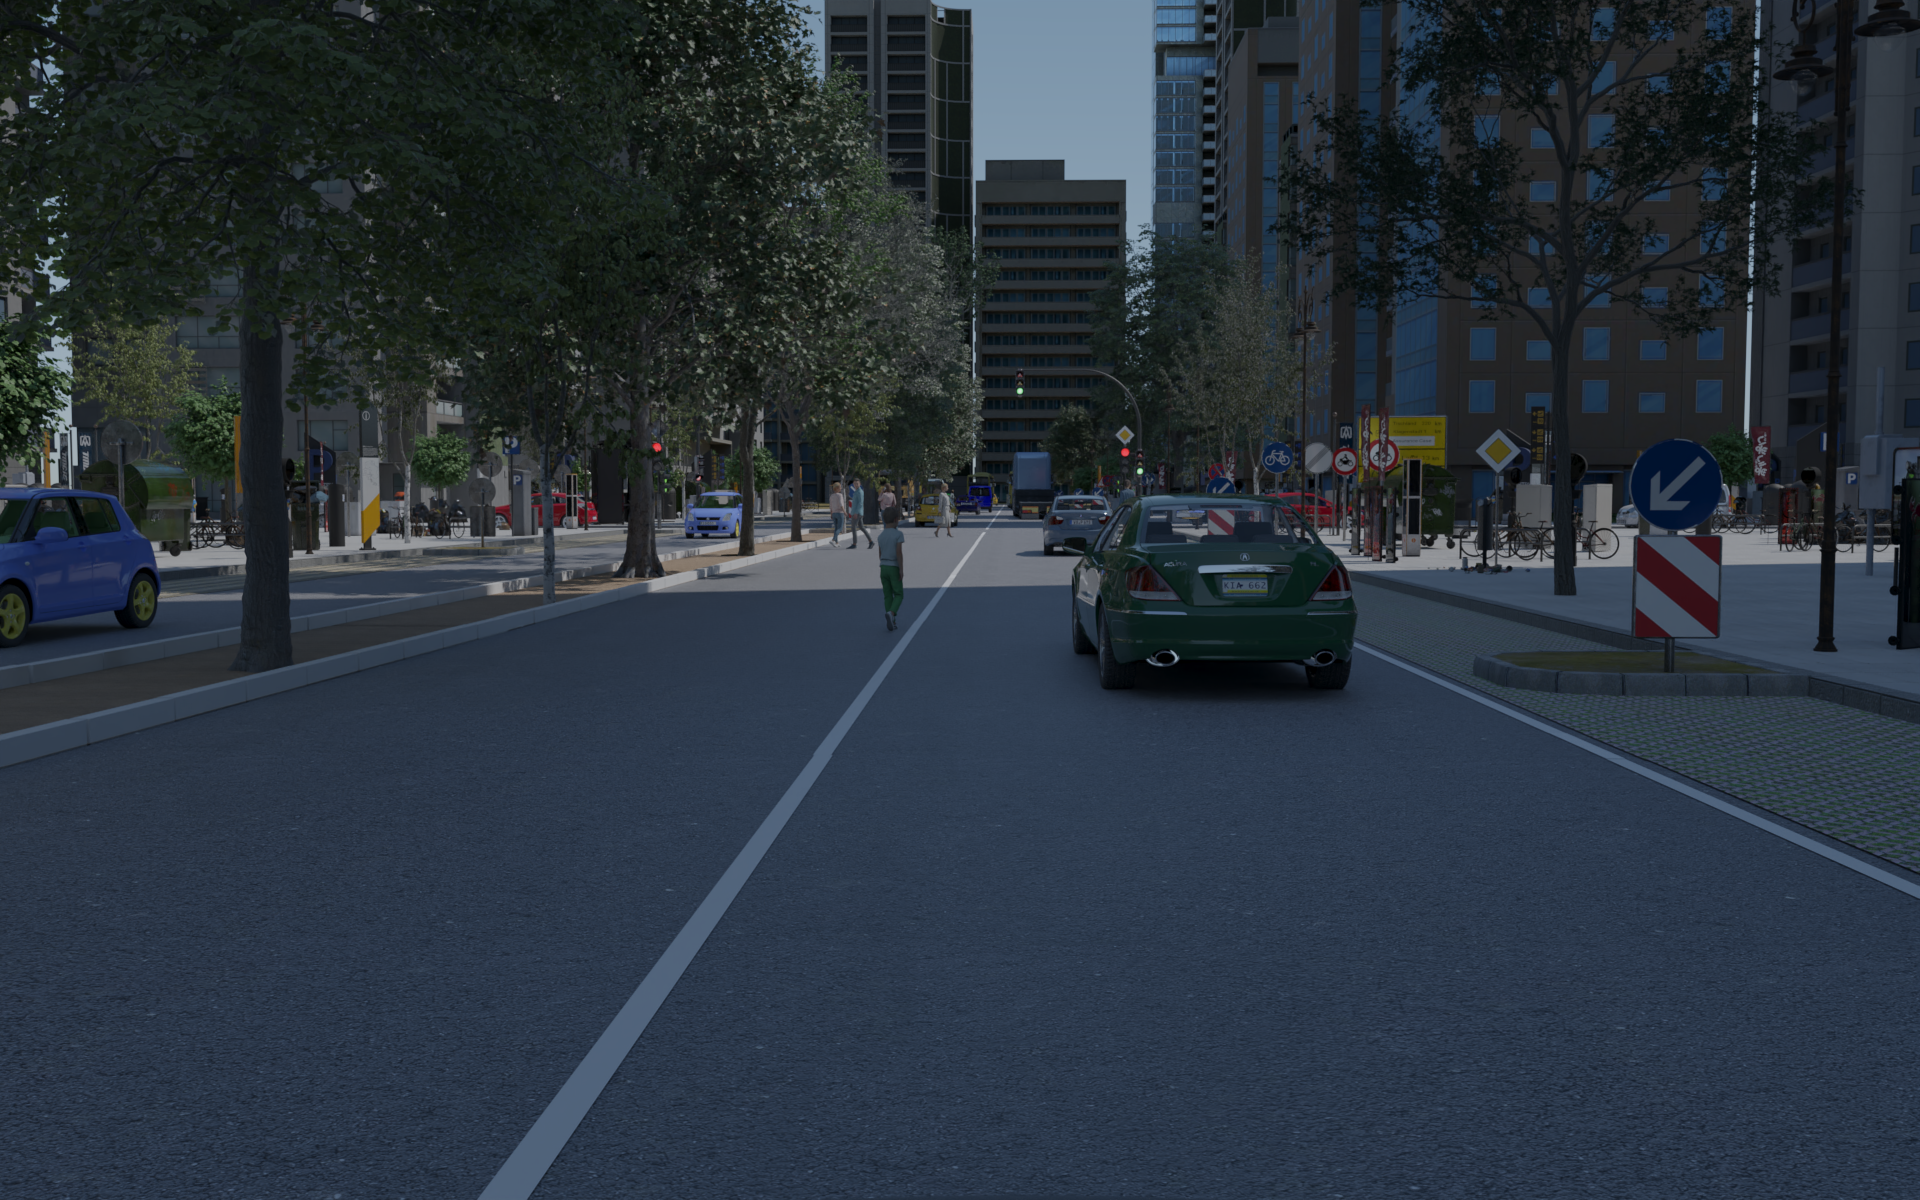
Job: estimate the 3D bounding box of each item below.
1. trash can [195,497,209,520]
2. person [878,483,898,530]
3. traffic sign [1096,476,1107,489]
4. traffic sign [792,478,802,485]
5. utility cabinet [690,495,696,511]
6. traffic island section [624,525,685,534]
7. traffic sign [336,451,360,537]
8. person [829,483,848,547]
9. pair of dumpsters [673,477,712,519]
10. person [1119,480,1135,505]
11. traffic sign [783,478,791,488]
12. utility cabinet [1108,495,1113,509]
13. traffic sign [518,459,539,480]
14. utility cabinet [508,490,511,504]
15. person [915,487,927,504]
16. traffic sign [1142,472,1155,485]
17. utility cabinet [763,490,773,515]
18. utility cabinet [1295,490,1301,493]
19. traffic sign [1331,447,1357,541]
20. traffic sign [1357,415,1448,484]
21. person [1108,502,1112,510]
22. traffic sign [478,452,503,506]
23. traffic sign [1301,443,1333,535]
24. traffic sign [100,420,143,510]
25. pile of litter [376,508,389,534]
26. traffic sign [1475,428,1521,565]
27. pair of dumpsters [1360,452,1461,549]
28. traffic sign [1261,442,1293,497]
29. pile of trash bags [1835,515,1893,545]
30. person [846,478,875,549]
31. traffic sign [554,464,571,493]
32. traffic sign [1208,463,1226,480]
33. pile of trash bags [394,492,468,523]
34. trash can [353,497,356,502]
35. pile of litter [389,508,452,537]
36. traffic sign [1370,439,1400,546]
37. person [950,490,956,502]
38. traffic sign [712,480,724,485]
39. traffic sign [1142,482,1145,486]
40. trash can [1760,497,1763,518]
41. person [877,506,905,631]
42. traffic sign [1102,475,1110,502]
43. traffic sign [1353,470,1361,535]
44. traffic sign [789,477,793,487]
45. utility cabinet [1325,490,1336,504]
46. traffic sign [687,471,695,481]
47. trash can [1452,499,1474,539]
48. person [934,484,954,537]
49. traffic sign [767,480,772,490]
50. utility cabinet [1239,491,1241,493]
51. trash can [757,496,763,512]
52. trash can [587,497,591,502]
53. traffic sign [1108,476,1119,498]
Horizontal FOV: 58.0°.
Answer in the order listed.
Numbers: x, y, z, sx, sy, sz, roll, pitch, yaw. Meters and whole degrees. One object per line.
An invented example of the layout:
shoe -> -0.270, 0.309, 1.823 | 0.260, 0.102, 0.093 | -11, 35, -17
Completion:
trash can -> -37.253, -4.487, 85.023 | 0.748, 1.137, 0.748 | 0, 3, 0
person -> -2.104, -2.640, 52.249 | 0.593, 1.750, 0.643 | -3, 5, -39
traffic sign -> 10.100, -7.514, 122.859 | 0.884, 2.594, 0.081 | 1, 4, 10
traffic sign -> -11.739, -7.621, 124.717 | 0.768, 2.556, 0.104 | 0, 4, 4
utility cabinet -> -12.560, -4.424, 83.490 | 0.306, 1.237, 1.020 | 2, 4, 35
traffic island section -> -11.059, -2.528, 63.615 | 2.009, 0.180, 2.903 | 0, 4, 2
traffic sign -> -18.288, -3.159, 51.760 | 0.768, 2.556, 0.104 | 0, 4, 5
person -> -3.307, -2.285, 46.529 | 0.731, 1.740, 0.598 | 2, 4, 33
pair of dumpsters -> -14.332, -5.504, 92.489 | 1.574, 2.255, 4.437 | 0, 4, 2
person -> 4.565, -2.365, 47.184 | 0.581, 1.822, 0.654 | -1, 4, -9
traffic sign -> -13.901, -8.542, 139.668 | 0.884, 2.594, 0.081 | 0, 4, 3
utility cabinet -> 11.326, -7.496, 133.721 | 1.020, 1.237, 0.306 | 1, 4, 14
traffic sign -> -15.604, -3.824, 62.632 | 0.768, 2.556, 0.104 | 0, 4, 5
utility cabinet -> -25.956, -5.692, 101.745 | 0.318, 1.500, 1.173 | 3, 5, 40
person -> -1.890, -4.691, 85.559 | 0.716, 1.782, 0.532 | 0, 4, 1
traffic sign -> 10.714, -6.022, 98.561 | 0.768, 2.556, 0.104 | 1, 4, 9
utility cabinet -> -11.670, -5.900, 105.143 | 0.318, 1.500, 1.173 | 1, 4, 9
utility cabinet -> 18.267, -5.158, 93.016 | 0.318, 1.500, 1.173 | 2, 4, 24
traffic sign -> 10.458, -2.873, 47.072 | 0.768, 2.556, 0.104 | 0, 4, 8
traffic sign -> 11.450, -3.123, 44.941 | 2.265, 3.308, 0.079 | 1, 4, 9
person -> 4.246, -2.262, 50.504 | 0.505, 1.210, 0.382 | 1, 4, 21
traffic sign -> -14.109, -3.175, 52.017 | 0.768, 2.556, 0.104 | 0, 4, 6
traffic sign -> 8.872, -2.629, 43.087 | 0.768, 2.556, 0.104 | 0, 4, 7
traffic sign -> -14.396, -1.812, 29.738 | 0.768, 2.556, 0.104 | 0, 4, 5
pile of litter -> -18.650, -2.582, 56.186 | 1.719, 0.858, 1.176 | 2, 4, 25
traffic sign -> 9.472, -1.796, 30.544 | 0.795, 2.450, 0.064 | 0, 4, 6
pair of dumpsters -> 10.976, -2.438, 42.356 | 1.574, 2.255, 4.437 | 0, 4, 2
traffic sign -> 7.751, -2.585, 42.370 | 0.768, 2.556, 0.104 | 0, 4, 5
pile of trash bags -> 24.258, -2.134, 44.644 | 3.447, 1.369, 1.912 | -1, 4, -15
person -> -2.597, -2.245, 45.073 | 0.748, 1.841, 0.638 | 0, 4, 3
traffic sign -> -17.011, -4.523, 74.049 | 0.768, 2.556, 0.104 | 0, 4, 5
traffic sign -> 10.632, -4.370, 71.550 | 0.768, 2.556, 0.104 | 0, 4, 5
pile of trash bags -> -23.620, -4.099, 76.766 | 1.912, 1.369, 3.447 | 2, 4, 31
trash can -> -28.069, -4.141, 79.366 | 0.748, 1.137, 0.748 | 0, 3, 0
pile of litter -> -16.245, -2.375, 52.790 | 1.176, 0.858, 1.719 | 3, 5, 45
traffic sign -> 9.606, -2.408, 39.470 | 0.768, 2.556, 0.104 | 0, 4, 6
person -> -0.713, -9.704, 167.238 | 0.705, 1.814, 1.350 | 1, 4, 18
traffic sign -> -13.879, -6.059, 99.172 | 0.768, 2.556, 0.104 | 1, 4, 10
traffic sign -> 13.088, -7.409, 121.244 | 0.768, 2.556, 0.104 | 0, 4, 2
trash can -> 35.040, -3.874, 74.994 | 0.748, 1.137, 0.748 | 0, 3, 0
person -> -0.726, -0.330, 18.148 | 0.306, 1.304, 0.590 | 1, 4, 9
traffic sign -> 9.923, -7.113, 116.398 | 0.768, 2.556, 0.104 | 1, 4, 10
traffic sign -> 12.457, -3.291, 53.917 | 0.768, 2.556, 0.104 | 0, 4, 3
traffic sign -> -12.203, -7.761, 127.004 | 0.768, 2.556, 0.104 | 0, 4, 7
utility cabinet -> 22.676, -5.874, 104.718 | 1.173, 1.500, 0.318 | 2, 4, 31
traffic sign -> -15.001, -5.948, 97.348 | 0.768, 2.556, 0.104 | 0, 4, 7
trash can -> 14.399, -2.337, 49.859 | 0.748, 1.137, 0.748 | 0, 3, 0
person -> -0.535, -2.966, 57.342 | 0.624, 1.780, 0.694 | 2, 4, 34
traffic sign -> -14.045, -7.610, 126.554 | 0.606, 2.300, 0.079 | 0, 4, 5
utility cabinet -> 16.085, -5.629, 100.715 | 0.318, 1.500, 1.173 | 1, 4, 20
trash can -> -13.969, -6.761, 122.202 | 0.748, 1.137, 0.748 | 0, 3, 0
trash can -> -20.332, -4.953, 92.636 | 0.748, 1.137, 0.748 | 0, 3, 0
traffic sign -> 10.196, -6.994, 114.461 | 0.768, 2.556, 0.104 | 1, 4, 11
